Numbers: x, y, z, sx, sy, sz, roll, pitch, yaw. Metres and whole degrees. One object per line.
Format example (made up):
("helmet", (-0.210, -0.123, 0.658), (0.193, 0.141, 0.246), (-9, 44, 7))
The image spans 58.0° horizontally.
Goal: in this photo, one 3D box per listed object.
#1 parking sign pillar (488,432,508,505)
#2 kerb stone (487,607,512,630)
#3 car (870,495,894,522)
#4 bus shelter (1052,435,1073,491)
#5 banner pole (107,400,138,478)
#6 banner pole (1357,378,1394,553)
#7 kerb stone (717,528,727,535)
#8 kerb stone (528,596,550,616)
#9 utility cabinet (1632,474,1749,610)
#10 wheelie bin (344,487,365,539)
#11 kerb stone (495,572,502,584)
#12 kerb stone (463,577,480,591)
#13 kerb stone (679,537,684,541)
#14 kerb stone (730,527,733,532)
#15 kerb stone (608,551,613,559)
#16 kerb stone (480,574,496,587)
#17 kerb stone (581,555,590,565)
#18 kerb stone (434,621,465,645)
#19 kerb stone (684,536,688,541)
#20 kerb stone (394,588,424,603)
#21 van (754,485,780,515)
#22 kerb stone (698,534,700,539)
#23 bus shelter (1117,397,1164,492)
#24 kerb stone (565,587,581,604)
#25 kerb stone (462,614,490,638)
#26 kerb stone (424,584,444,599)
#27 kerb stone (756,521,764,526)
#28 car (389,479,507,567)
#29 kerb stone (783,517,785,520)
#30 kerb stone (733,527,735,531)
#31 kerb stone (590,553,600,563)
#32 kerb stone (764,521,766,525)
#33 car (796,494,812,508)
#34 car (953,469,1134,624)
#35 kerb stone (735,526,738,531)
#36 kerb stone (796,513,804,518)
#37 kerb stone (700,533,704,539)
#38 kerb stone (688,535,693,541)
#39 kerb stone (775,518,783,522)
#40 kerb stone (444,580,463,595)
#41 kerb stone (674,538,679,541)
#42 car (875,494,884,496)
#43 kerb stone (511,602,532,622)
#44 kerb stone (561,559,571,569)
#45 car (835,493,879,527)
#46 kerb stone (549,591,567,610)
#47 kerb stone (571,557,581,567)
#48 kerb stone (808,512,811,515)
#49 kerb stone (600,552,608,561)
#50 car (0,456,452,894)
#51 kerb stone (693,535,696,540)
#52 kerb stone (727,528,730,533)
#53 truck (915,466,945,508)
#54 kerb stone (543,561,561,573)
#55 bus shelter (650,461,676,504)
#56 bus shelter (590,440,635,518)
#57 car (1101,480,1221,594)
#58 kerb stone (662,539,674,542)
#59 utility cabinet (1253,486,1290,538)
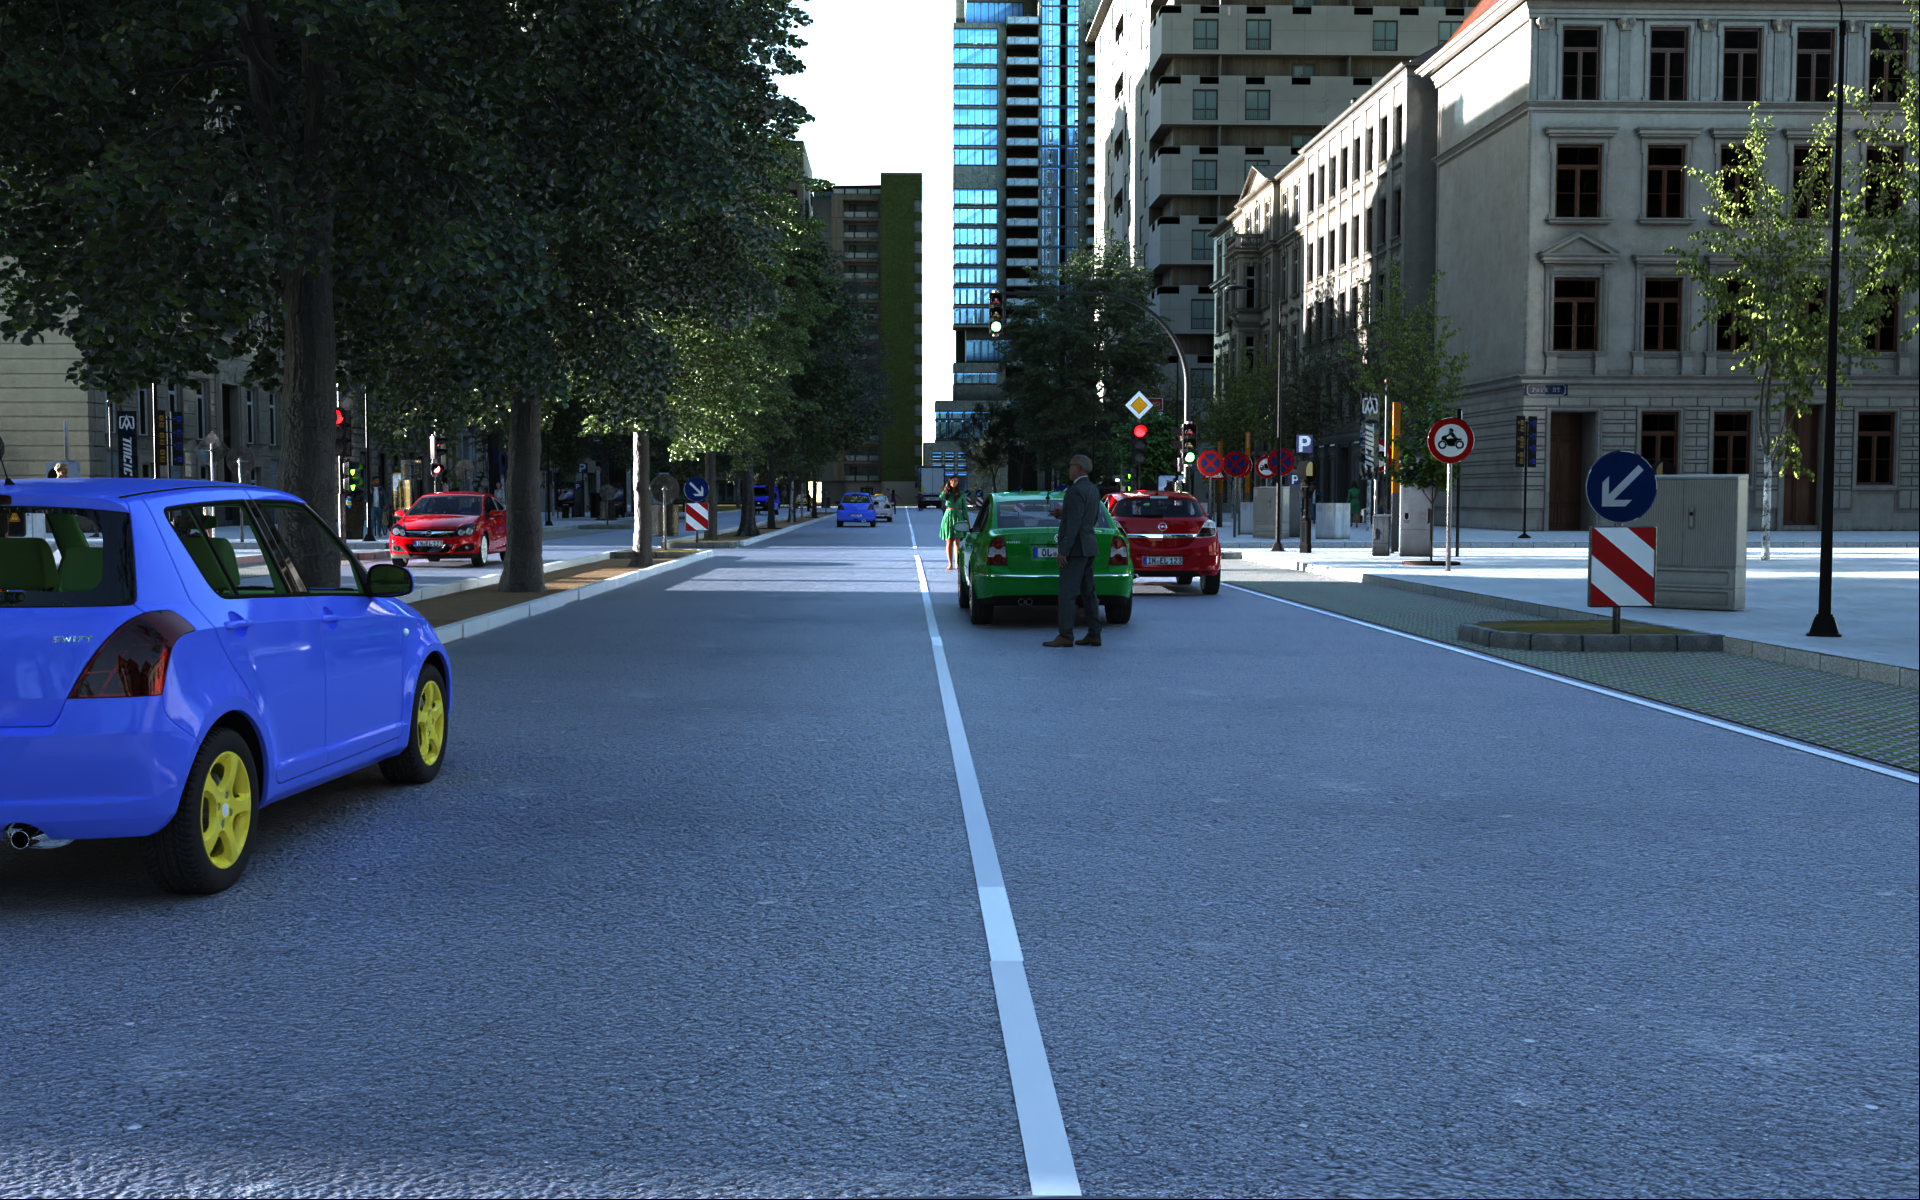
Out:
("parking sign pillar", (-20.133, -5.328, 75.587), (1.447, 3.967, 1.447), (0, 4, 5))
("kerb stone", (-5.035, 0.216, 18.700), (0.120, 0.150, 1.000), (0, 4, -2))
("car", (-4.455, -4.765, 90.266), (2.083, 1.381, 4.827), (0, 4, -2))
("bus shelter", (7.092, -8.403, 115.026), (2.179, 5.291, 8.768), (0, 4, -2))
("banner pole", (-22.154, -3.410, 45.764), (0.863, 3.779, 0.401), (-2, 4, -24))
("banner pole", (8.995, -2.901, 37.444), (0.863, 3.779, 0.401), (-1, 4, -12))
("kerb stone", (-8.569, -2.448, 62.225), (0.120, 0.150, 1.000), (0, 4, -2))
("kerb stone", (-5.100, 0.089, 20.745), (0.120, 0.150, 1.000), (0, 4, -2))
("utility cabinet", (8.121, -0.652, 19.332), (0.318, 1.500, 1.173), (-3, 5, -44))
("wheelie bin", (-17.267, -2.528, 49.240), (0.693, 1.594, 0.980), (-2, 4, -25))
("kerb stone", (-7.442, -0.347, 27.866), (0.120, 0.150, 1.000), (0, 4, -2))
("kerb stone", (-7.376, -0.221, 25.810), (0.120, 0.150, 1.000), (0, 4, -2))
("kerb stone", (-8.165, -1.696, 49.923), (0.120, 0.150, 1.000), (0, 4, -2))
("kerb stone", (-8.631, -2.573, 64.270), (0.120, 0.150, 1.000), (0, 4, -2))
("kerb stone", (-7.779, -0.973, 38.111), (0.120, 0.150, 1.000), (0, 4, -2))
("kerb stone", (-7.407, -0.274, 26.838), (0.120, 0.150, 1.000), (0, 4, -2))
("kerb stone", (-7.679, -0.785, 35.038), (0.120, 0.150, 1.000), (0, 4, -2))
("kerb stone", (-4.976, 0.342, 16.652), (0.120, 0.150, 1.000), (0, 4, -2))
("kerb stone", (-8.195, -1.759, 50.948), (0.120, 0.150, 1.000), (0, 4, -2))
("kerb stone", (-7.273, -0.033, 22.731), (0.120, 0.150, 1.000), (0, 4, -2))
("van", (-13.547, -7.003, 118.887), (2.240, 2.365, 5.245), (0, 4, 0))
("kerb stone", (-8.301, -1.947, 54.031), (0.120, 0.150, 1.000), (0, 4, -2))
("bus shelter", (7.449, -5.608, 69.315), (2.179, 5.291, 8.768), (0, 4, -2))
("kerb stone", (-5.184, -0.032, 22.814), (0.120, 0.150, 1.000), (0, 4, -2))
("kerb stone", (-5.000, 0.276, 17.679), (0.120, 0.150, 1.000), (0, 4, -2))
("kerb stone", (-7.304, -0.096, 23.762), (0.120, 0.150, 1.000), (0, 4, -2))
("kerb stone", (-9.098, -3.449, 78.621), (0.120, 0.150, 1.000), (0, 4, -2))
("car", (-10.370, -1.619, 35.518), (2.155, 1.783, 4.494), (0, 4, -3))
("kerb stone", (-9.542, -4.264, 91.915), (0.120, 0.150, 1.000), (0, 4, -2))
("kerb stone", (-8.672, -2.635, 65.296), (0.120, 0.150, 1.000), (0, 4, -2))
("kerb stone", (-7.705, -0.848, 36.060), (0.120, 0.150, 1.000), (0, 4, -2))
("kerb stone", (-9.137, -3.514, 79.643), (0.120, 0.150, 1.000), (0, 4, -2))
("car", (-15.772, -10.059, 174.689), (2.015, 1.641, 3.980), (0, 4, -1))
("car", (0.925, -0.716, 20.495), (1.959, 1.807, 4.718), (0, 4, -3))
("kerb stone", (-8.707, -2.699, 66.322), (0.120, 0.150, 1.000), (0, 4, -2))
("kerb stone", (-10.108, -5.327, 109.351), (0.120, 0.150, 1.000), (0, 4, -2))
("kerb stone", (-8.333, -2.010, 55.054), (0.120, 0.150, 1.000), (0, 4, -2))
("kerb stone", (-8.224, -1.821, 51.970), (0.120, 0.150, 1.000), (0, 4, -2))
("kerb stone", (-9.500, -4.202, 90.893), (0.120, 0.150, 1.000), (0, 4, -2))
("kerb stone", (-7.341, -0.154, 24.784), (0.120, 0.150, 1.000), (0, 4, -2))
("kerb stone", (-8.132, -1.633, 48.901), (0.120, 0.150, 1.000), (0, 4, -2))
("car", (-9.044, -11.435, 197.192), (2.015, 1.641, 3.980), (0, 4, -1))
("kerb stone", (-5.076, 0.155, 19.722), (0.120, 0.150, 1.000), (0, 4, -2))
("kerb stone", (-7.610, -0.660, 32.989), (0.120, 0.150, 1.000), (0, 4, -2))
("car", (-4.554, -4.079, 76.276), (1.945, 1.707, 3.694), (0, 4, -2))
("kerb stone", (-5.137, 0.025, 21.787), (0.120, 0.150, 1.000), (0, 4, -2))
("kerb stone", (-7.643, -0.723, 34.014), (0.120, 0.150, 1.000), (0, 4, -2))
("kerb stone", (-10.380, -5.833, 117.570), (0.120, 0.150, 1.000), (0, 4, -2))
("kerb stone", (-7.737, -0.911, 37.084), (0.120, 0.150, 1.000), (0, 4, -2))
("car", (-3.460, 0.128, 7.505), (1.945, 1.707, 3.694), (0, 3, 0))
("kerb stone", (-8.266, -1.884, 52.997), (0.120, 0.150, 1.000), (0, 4, -2))
("kerb stone", (-8.596, -2.511, 63.247), (0.120, 0.150, 1.000), (0, 4, -2))
("truck", (-3.009, -11.443, 176.010), (2.839, 4.237, 11.283), (0, 4, -3))
("kerb stone", (-7.575, -0.597, 31.955), (0.120, 0.150, 1.000), (0, 4, -2))
("bus shelter", (-18.885, -7.111, 110.182), (2.014, 3.302, 5.546), (0, 4, -2))
("bus shelter", (-19.469, -7.336, 97.575), (2.179, 5.291, 8.768), (0, 4, -2))
("car", (2.809, -1.052, 26.236), (2.155, 1.783, 4.494), (0, 4, 0))
("kerb stone", (-8.103, -1.570, 47.874), (0.120, 0.150, 1.000), (0, 4, -2))
("utility cabinet", (8.947, -2.517, 49.839), (0.318, 1.500, 1.173), (-2, 4, -35))
